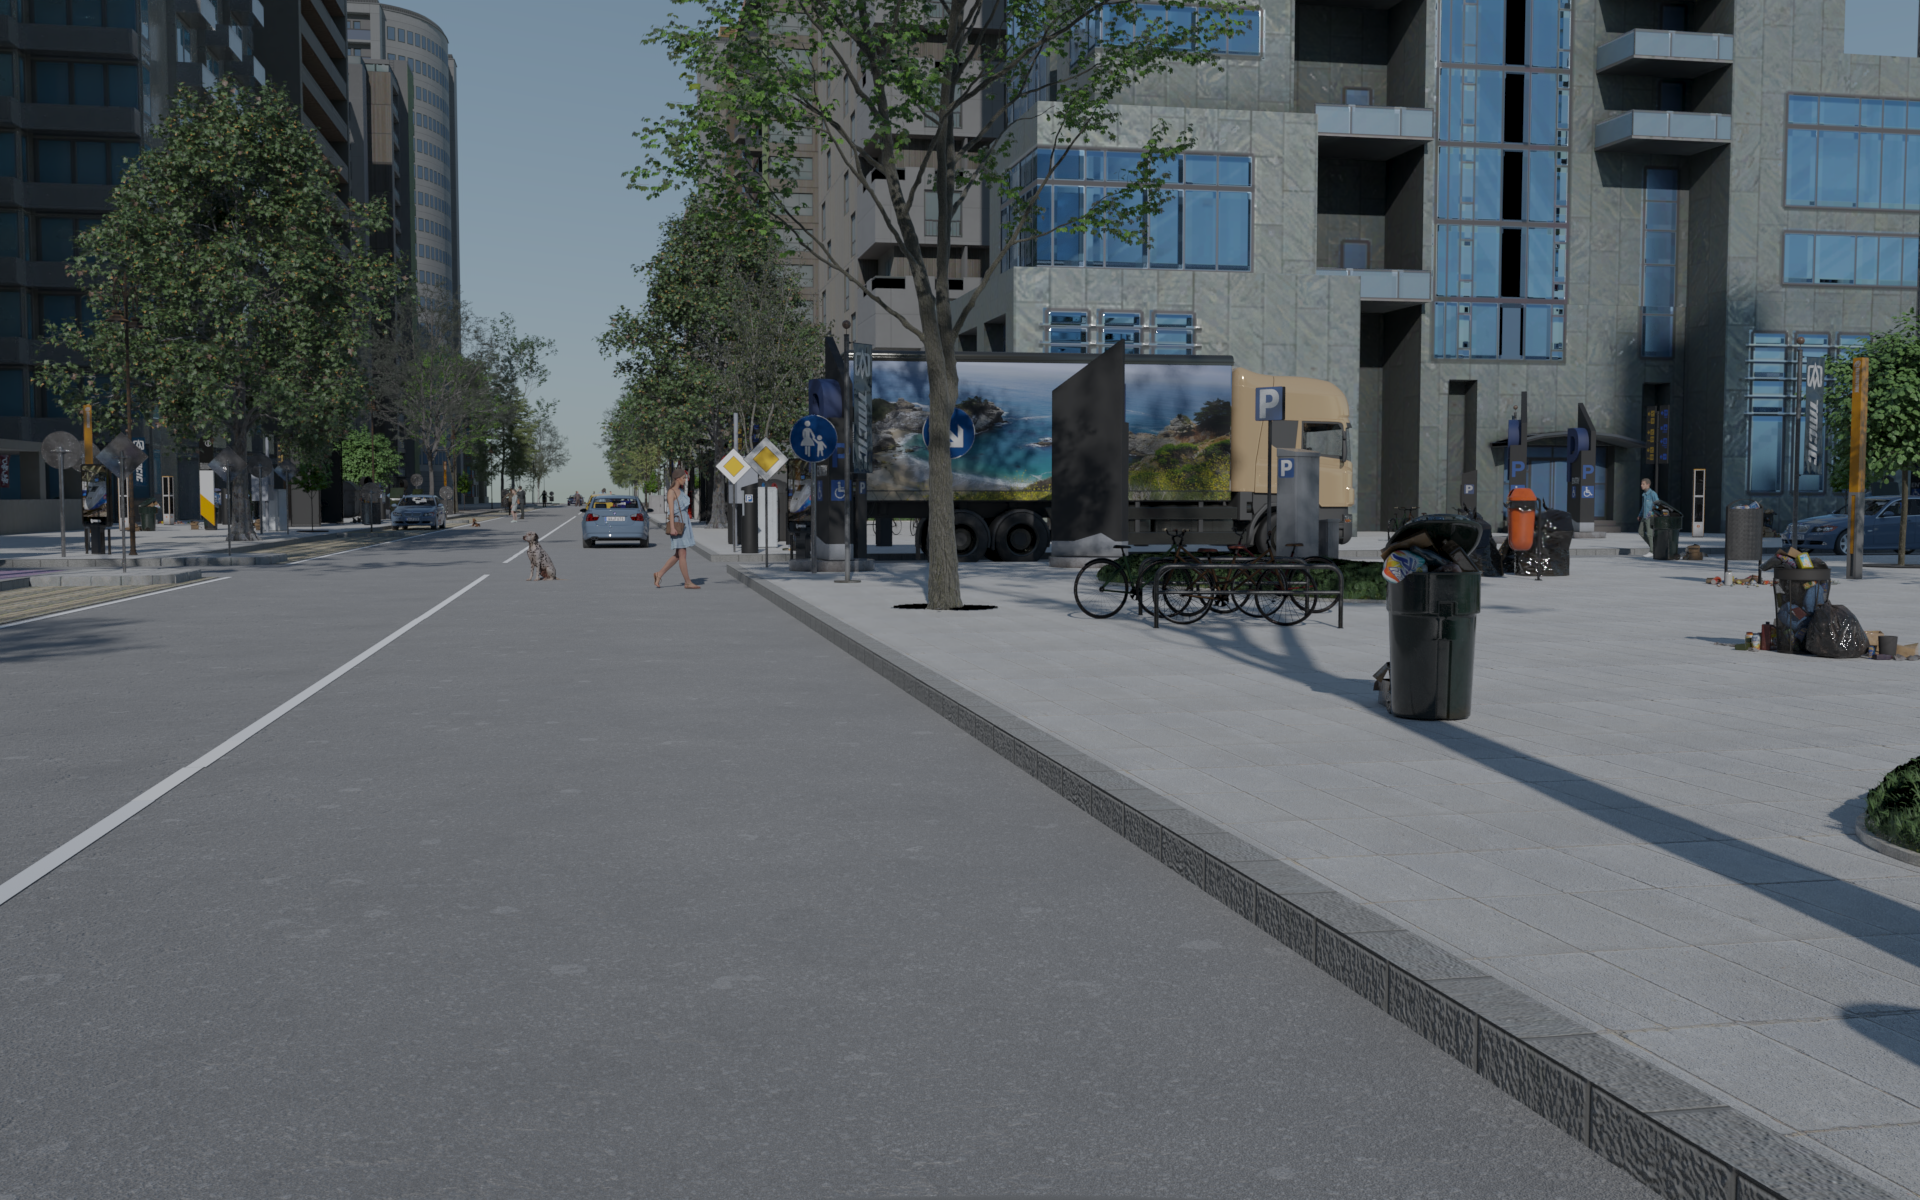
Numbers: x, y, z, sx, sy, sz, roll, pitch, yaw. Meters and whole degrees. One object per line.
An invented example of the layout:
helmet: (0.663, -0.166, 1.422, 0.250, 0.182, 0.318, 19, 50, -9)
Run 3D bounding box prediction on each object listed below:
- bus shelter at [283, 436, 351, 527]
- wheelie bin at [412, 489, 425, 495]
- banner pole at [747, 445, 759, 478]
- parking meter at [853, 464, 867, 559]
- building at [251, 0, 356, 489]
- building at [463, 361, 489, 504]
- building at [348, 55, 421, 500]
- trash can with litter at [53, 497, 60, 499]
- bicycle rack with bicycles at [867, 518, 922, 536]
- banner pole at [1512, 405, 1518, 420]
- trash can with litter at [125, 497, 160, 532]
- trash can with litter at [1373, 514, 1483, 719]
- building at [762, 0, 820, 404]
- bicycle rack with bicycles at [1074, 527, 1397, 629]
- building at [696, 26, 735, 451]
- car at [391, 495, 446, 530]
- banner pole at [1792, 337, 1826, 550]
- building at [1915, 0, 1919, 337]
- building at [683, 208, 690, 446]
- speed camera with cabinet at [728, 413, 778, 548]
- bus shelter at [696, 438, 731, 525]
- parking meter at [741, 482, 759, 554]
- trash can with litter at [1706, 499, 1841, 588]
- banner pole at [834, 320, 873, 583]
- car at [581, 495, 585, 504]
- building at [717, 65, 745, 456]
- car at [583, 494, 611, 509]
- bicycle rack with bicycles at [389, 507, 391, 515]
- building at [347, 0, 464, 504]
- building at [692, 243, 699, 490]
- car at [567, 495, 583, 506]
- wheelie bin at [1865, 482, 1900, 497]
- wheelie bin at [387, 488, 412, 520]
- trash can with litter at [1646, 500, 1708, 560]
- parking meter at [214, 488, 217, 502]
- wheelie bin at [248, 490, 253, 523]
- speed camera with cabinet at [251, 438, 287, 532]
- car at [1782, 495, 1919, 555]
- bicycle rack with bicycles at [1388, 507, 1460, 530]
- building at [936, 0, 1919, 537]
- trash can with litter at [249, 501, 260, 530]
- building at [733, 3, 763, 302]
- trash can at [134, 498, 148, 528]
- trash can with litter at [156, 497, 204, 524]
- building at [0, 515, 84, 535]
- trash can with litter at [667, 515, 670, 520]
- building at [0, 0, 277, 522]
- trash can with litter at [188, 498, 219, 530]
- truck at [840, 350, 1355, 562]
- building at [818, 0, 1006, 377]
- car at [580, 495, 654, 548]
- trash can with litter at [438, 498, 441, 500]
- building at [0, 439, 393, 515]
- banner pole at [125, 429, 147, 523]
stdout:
bus shelter: (-26.078, -4.842, 70.451, 1.731, 3.624, 6.357, -1, 4, -12)
wheelie bin: (-33.763, -6.118, 107.937, 0.980, 1.594, 0.693, 0, 4, 5)
banner pole: (-9.383, -5.395, 78.227, 0.863, 3.779, 0.401, 2, 4, 24)
parking meter: (-1.870, -1.558, 31.191, 0.255, 1.863, 0.399, 2, 4, 27)
building: (-53.280, -30.067, 115.302, 21.300, 48.544, 21.600, -1, 4, -11)
building: (-80.031, -24.000, 237.439, 27.650, 21.520, 28.899, -1, 4, -11)
building: (-57.341, -28.976, 157.356, 14.154, 41.232, 14.086, -1, 4, -11)
trash can with litter: (-37.721, -3.735, 72.459, 0.624, 1.170, 1.055, -1, 4, -13)
bicycle rack with bicycles: (-1.602, -2.451, 53.463, 2.852, 0.926, 2.925, 1, 4, 23)
banner pole: (15.541, -3.588, 48.673, 0.401, 3.779, 0.863, 2, 4, 26)
trash can with litter: (-28.063, -2.939, 59.432, 0.624, 1.170, 1.055, 2, 4, 35)
trash can with litter: (2.655, 0.074, 10.174, 0.624, 1.170, 1.055, 0, 4, -2)
building: (-7.996, -27.360, 130.925, 14.154, 41.232, 14.086, -1, 4, -11)
bicycle rack with bicycles: (2.614, -0.254, 17.539, 2.925, 0.926, 2.852, 0, 4, 2)
building: (-23.714, -41.915, 227.310, 21.231, 58.520, 28.212, -1, 4, -11)
car: (-21.912, -3.559, 70.198, 2.014, 1.417, 4.499, -1, 4, -10)
banner pole: (13.566, -2.308, 27.756, 0.863, 3.779, 0.401, -2, 4, -29)
building: (45.603, -23.172, 62.449, 14.086, 41.232, 14.154, -1, 4, -11)
building: (-34.665, -37.484, 262.967, 14.600, 45.320, 14.200, -1, 4, -11)
speed camera with cabinet: (-5.007, -2.904, 41.816, 0.660, 3.252, 2.038, -2, 4, -26)
bus shelter: (-10.754, -5.159, 75.625, 1.731, 3.624, 6.357, -1, 4, -11)
parking meter: (-4.543, -1.773, 37.403, 0.372, 1.533, 0.369, 0, 3, 0)
trash can with litter: (11.524, -0.823, 24.508, 2.233, 1.210, 1.678, 0, 4, -4)
banner pole: (-1.506, -2.153, 25.217, 0.401, 3.779, 0.863, 2, 4, 33)
car: (-54.104, -14.219, 245.065, 1.945, 1.354, 3.894, -1, 4, -12)
building: (-16.819, -32.008, 173.438, 14.600, 45.320, 14.200, -1, 4, -11)
car: (-19.599, -5.167, 94.704, 2.015, 1.641, 3.980, -1, 4, -13)
bicycle rack with bicycles: (-32.145, -5.452, 102.527, 2.925, 0.926, 2.852, -2, 4, -31)
building: (-72.171, -40.750, 208.269, 21.231, 58.520, 28.212, -1, 4, -11)
building: (-31.785, -34.527, 248.117, 14.154, 41.232, 14.086, -1, 4, -11)
car: (-47.339, -12.251, 212.880, 1.945, 1.354, 3.894, -1, 4, -11)
wheelie bin: (24.076, -2.282, 45.220, 0.980, 1.594, 0.693, 1, 4, 16)
wheelie bin: (-27.884, -4.765, 85.810, 0.980, 1.594, 0.693, 0, 4, -3)
trash can with litter: (13.950, -1.364, 33.694, 1.055, 1.170, 0.624, 0, 4, -1)
parking meter: (-31.931, -4.037, 74.415, 0.372, 1.533, 0.369, 0, 3, 0)
wheelie bin: (-30.479, -4.019, 73.611, 0.980, 1.594, 0.693, 3, 4, 37)
speed camera with cabinet: (-23.721, -3.982, 59.448, 0.660, 3.252, 2.038, 0, 4, -4)
car: (21.488, -1.737, 40.408, 4.499, 1.417, 2.014, -1, 4, -11)
bicycle rack with bicycles: (12.787, -2.077, 47.345, 2.925, 0.926, 2.852, -2, 4, -32)
building: (14.502, -45.755, 60.774, 31.000, 86.520, 22.319, -1, 4, -11)
trash can with litter: (-24.483, -3.052, 61.282, 1.055, 1.170, 0.624, 0, 4, -3)
building: (-8.489, -30.494, 153.207, 22.147, 44.769, 28.867, -1, 4, -11)
trash can: (-30.423, -3.222, 64.332, 0.748, 1.137, 0.748, 0, 3, 0)
trash can with litter: (-33.488, -3.849, 73.995, 2.233, 1.210, 1.678, 0, 4, 4)
building: (-46.470, -22.135, 53.784, 32.217, 40.220, 23.993, -1, 4, -11)
trash can with litter: (-13.938, -4.518, 85.262, 0.624, 1.170, 1.055, 2, 4, 26)
building: (-49.072, -28.715, 89.096, 23.786, 49.044, 30.456, -1, 4, -11)
trash can with litter: (-27.264, -3.120, 62.397, 1.055, 1.170, 0.624, -1, 4, -22)
truck: (3.085, -2.867, 35.796, 11.283, 4.237, 2.839, -1, 4, -10)
building: (6.767, -31.179, 99.010, 28.713, 52.752, 27.495, -1, 4, -11)
car: (-9.370, -2.157, 47.266, 2.014, 1.417, 4.499, -1, 4, -10)
trash can with litter: (-32.281, -5.887, 107.644, 1.055, 1.170, 0.624, 1, 4, 12)
building: (-62.652, -27.217, 136.879, 32.217, 40.220, 23.993, -1, 4, -11)
banner pole: (-31.924, -4.710, 67.023, 0.863, 3.779, 0.401, -2, 4, -27)
